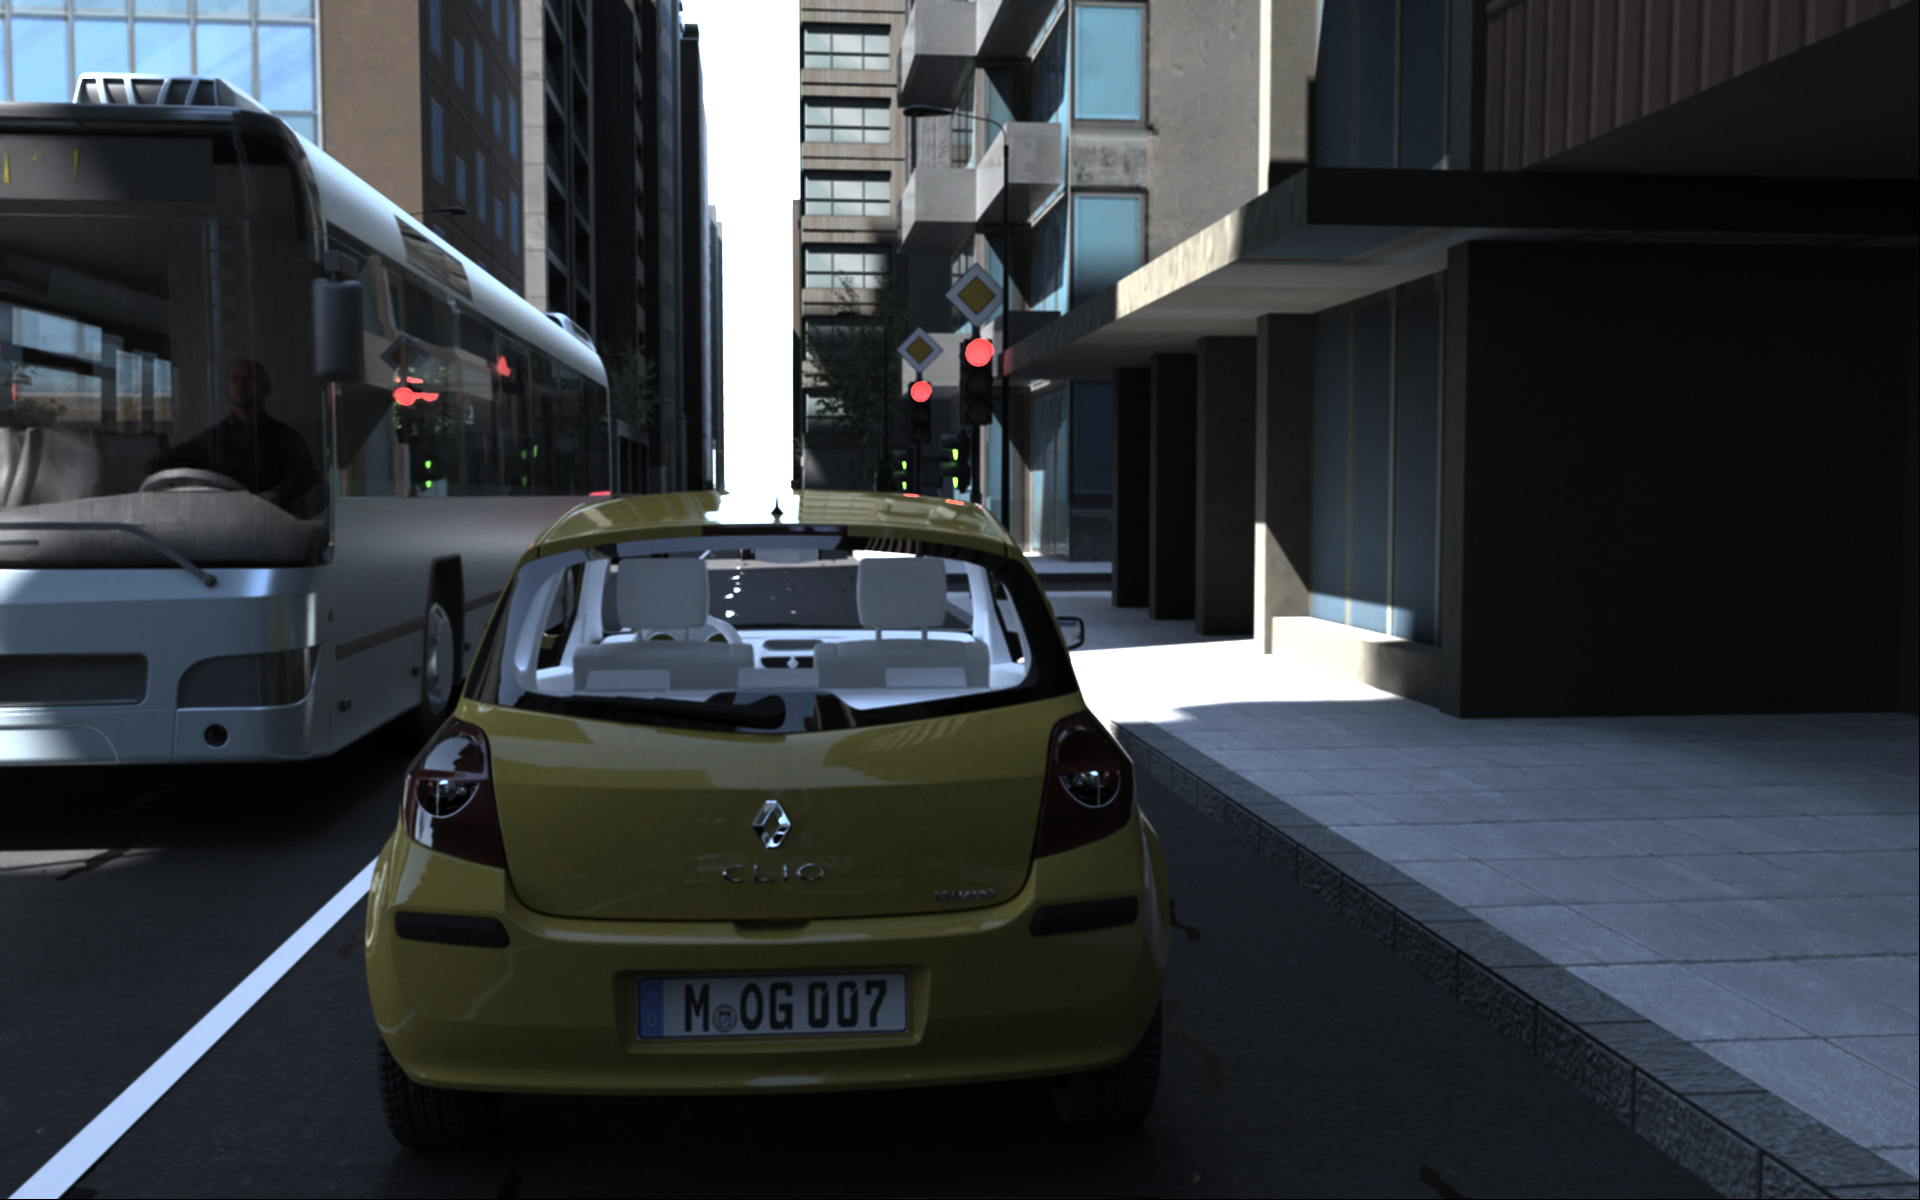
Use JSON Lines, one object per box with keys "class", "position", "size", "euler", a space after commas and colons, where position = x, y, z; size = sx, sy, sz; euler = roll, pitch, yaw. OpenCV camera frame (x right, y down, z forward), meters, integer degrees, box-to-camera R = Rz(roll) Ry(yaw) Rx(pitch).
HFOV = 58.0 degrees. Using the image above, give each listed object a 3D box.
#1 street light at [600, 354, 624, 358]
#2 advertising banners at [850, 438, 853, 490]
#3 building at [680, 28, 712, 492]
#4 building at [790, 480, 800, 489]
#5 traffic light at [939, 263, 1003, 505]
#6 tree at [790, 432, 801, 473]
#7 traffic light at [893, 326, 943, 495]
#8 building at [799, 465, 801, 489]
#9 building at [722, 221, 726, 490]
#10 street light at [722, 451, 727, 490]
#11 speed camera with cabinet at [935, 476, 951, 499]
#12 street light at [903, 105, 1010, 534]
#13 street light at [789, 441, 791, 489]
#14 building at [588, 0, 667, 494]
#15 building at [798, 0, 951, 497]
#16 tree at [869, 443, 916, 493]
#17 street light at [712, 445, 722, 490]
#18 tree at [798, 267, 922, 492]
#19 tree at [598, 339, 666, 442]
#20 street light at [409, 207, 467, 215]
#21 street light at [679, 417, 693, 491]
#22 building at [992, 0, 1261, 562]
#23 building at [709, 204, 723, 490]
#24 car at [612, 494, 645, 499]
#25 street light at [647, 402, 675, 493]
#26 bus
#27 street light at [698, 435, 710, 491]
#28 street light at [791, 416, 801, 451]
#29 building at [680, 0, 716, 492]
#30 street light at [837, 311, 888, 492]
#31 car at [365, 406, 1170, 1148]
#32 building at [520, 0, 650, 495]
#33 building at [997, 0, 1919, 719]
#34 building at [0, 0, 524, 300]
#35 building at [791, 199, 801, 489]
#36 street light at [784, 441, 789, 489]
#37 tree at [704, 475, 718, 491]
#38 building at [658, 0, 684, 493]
{"class": "street light", "position": [-11.865, -5.207, 57.668], "size": [1.470, 5.913, 1.316], "euler": [0, 4, -6]}
{"class": "advertising banners", "position": [-3.293, -3.437, 52.379], "size": [0.090, 3.025, 2.074], "euler": [0, 4, -4]}
{"class": "building", "position": [-31.867, -31.667, 167.864], "size": [14.600, 45.320, 14.200], "euler": [0, 4, -6]}
{"class": "building", "position": [-6.991, -33.389, 237.792], "size": [32.217, 40.220, 23.993], "euler": [0, 4, -6]}
{"class": "traffic light", "position": [0.176, -1.974, 21.201], "size": [0.839, 4.253, 0.868], "euler": [0, 4, -6]}
{"class": "tree", "position": [-16.956, -14.881, 193.663], "size": [4.360, 8.622, 3.978], "euler": [0, 3, 0]}
{"class": "traffic light", "position": [-0.701, -2.460, 29.138], "size": [0.839, 4.253, 0.868], "euler": [0, 4, -6]}
{"class": "building", "position": [-2.601, -42.852, 138.875], "size": [20.563, 71.187, 20.611], "euler": [0, 4, -6]}
{"class": "building", "position": [-41.391, -34.711, 251.114], "size": [14.154, 41.232, 14.086], "euler": [0, 4, -6]}
{"class": "street light", "position": [-26.205, -13.109, 186.875], "size": [1.470, 5.913, 1.316], "euler": [0, 4, -6]}
{"class": "speed camera with cabinet", "position": [-0.418, -3.789, 56.280], "size": [0.660, 3.252, 2.038], "euler": [0, 4, -7]}
{"class": "street light", "position": [0.016, -2.960, 20.931], "size": [1.470, 5.913, 1.316], "euler": [0, 4, -6]}
{"class": "street light", "position": [-11.042, -9.095, 121.243], "size": [1.470, 5.913, 1.316], "euler": [0, 4, -6]}
{"class": "building", "position": [-23.385, -19.637, 92.769], "size": [14.160, 30.474, 14.107], "euler": [0, 4, -6]}
{"class": "building", "position": [0.723, -23.472, 67.369], "size": [14.154, 41.232, 14.086], "euler": [0, 4, -6]}
{"class": "tree", "position": [-2.550, -3.950, 59.185], "size": [1.663, 3.219, 1.824], "euler": [0, 3, 0]}
{"class": "street light", "position": [-23.640, -11.741, 164.512], "size": [1.470, 5.913, 1.316], "euler": [0, 4, -6]}
{"class": "tree", "position": [-2.992, -6.428, 55.467], "size": [4.737, 8.622, 4.395], "euler": [0, 3, 0]}
{"class": "tree", "position": [-15.881, -8.009, 81.308], "size": [4.360, 8.622, 3.978], "euler": [0, 3, 0]}
{"class": "street light", "position": [-8.676, -3.400, 28.135], "size": [1.470, 5.913, 1.316], "euler": [0, 4, -6]}
{"class": "street light", "position": [-16.993, -8.078, 104.614], "size": [1.470, 5.913, 1.316], "euler": [0, 4, -6]}
{"class": "building", "position": [13.664, -25.837, 42.042], "size": [30.456, 49.044, 23.786], "euler": [0, 4, -6]}
{"class": "building", "position": [-40.269, -33.827, 236.662], "size": [14.154, 41.232, 14.086], "euler": [0, 4, -6]}
{"class": "car", "position": [-7.267, -1.565, 37.389], "size": [2.131, 1.459, 4.920], "euler": [0, 4, -7]}
{"class": "street light", "position": [-15.127, -7.000, 86.994], "size": [1.470, 5.913, 1.316], "euler": [0, 4, -6]}
{"class": "bus", "position": [-4.447, -1.072, 12.388], "size": [2.948, 3.499, 13.247], "euler": [0, 4, -6]}
{"class": "street light", "position": [-20.486, -9.941, 135.069], "size": [1.470, 5.913, 1.316], "euler": [0, 4, -6]}
{"class": "street light", "position": [-9.169, -8.003, 103.398], "size": [1.470, 5.913, 1.316], "euler": [0, 4, -6]}
{"class": "building", "position": [-41.368, -55.037, 212.521], "size": [22.319, 86.520, 31.000], "euler": [0, 4, -6]}
{"class": "street light", "position": [-2.429, -4.382, 44.183], "size": [1.470, 5.913, 1.316], "euler": [0, 4, -6]}
{"class": "car", "position": [-0.530, 0.302, 5.282], "size": [2.015, 1.641, 3.980], "euler": [0, 4, -5]}
{"class": "building", "position": [-22.398, -38.234, 63.376], "size": [20.563, 71.187, 20.611], "euler": [0, 4, -6]}
{"class": "building", "position": [12.682, -21.560, 7.132], "size": [22.147, 44.769, 28.867], "euler": [0, 4, -6]}
{"class": "building", "position": [-18.125, -23.793, 39.124], "size": [14.600, 45.320, 14.200], "euler": [0, 4, -6]}
{"class": "building", "position": [-17.882, -37.045, 255.800], "size": [14.600, 45.320, 14.200], "euler": [0, 4, -6]}
{"class": "street light", "position": [-14.284, -10.889, 150.582], "size": [1.470, 5.913, 1.316], "euler": [0, 4, -6]}
{"class": "tree", "position": [-25.887, -11.313, 179.568], "size": [1.663, 3.219, 1.824], "euler": [0, 3, 0]}
{"class": "building", "position": [-29.816, -35.030, 114.742], "size": [21.231, 58.520, 28.212], "euler": [0, 4, -6]}
